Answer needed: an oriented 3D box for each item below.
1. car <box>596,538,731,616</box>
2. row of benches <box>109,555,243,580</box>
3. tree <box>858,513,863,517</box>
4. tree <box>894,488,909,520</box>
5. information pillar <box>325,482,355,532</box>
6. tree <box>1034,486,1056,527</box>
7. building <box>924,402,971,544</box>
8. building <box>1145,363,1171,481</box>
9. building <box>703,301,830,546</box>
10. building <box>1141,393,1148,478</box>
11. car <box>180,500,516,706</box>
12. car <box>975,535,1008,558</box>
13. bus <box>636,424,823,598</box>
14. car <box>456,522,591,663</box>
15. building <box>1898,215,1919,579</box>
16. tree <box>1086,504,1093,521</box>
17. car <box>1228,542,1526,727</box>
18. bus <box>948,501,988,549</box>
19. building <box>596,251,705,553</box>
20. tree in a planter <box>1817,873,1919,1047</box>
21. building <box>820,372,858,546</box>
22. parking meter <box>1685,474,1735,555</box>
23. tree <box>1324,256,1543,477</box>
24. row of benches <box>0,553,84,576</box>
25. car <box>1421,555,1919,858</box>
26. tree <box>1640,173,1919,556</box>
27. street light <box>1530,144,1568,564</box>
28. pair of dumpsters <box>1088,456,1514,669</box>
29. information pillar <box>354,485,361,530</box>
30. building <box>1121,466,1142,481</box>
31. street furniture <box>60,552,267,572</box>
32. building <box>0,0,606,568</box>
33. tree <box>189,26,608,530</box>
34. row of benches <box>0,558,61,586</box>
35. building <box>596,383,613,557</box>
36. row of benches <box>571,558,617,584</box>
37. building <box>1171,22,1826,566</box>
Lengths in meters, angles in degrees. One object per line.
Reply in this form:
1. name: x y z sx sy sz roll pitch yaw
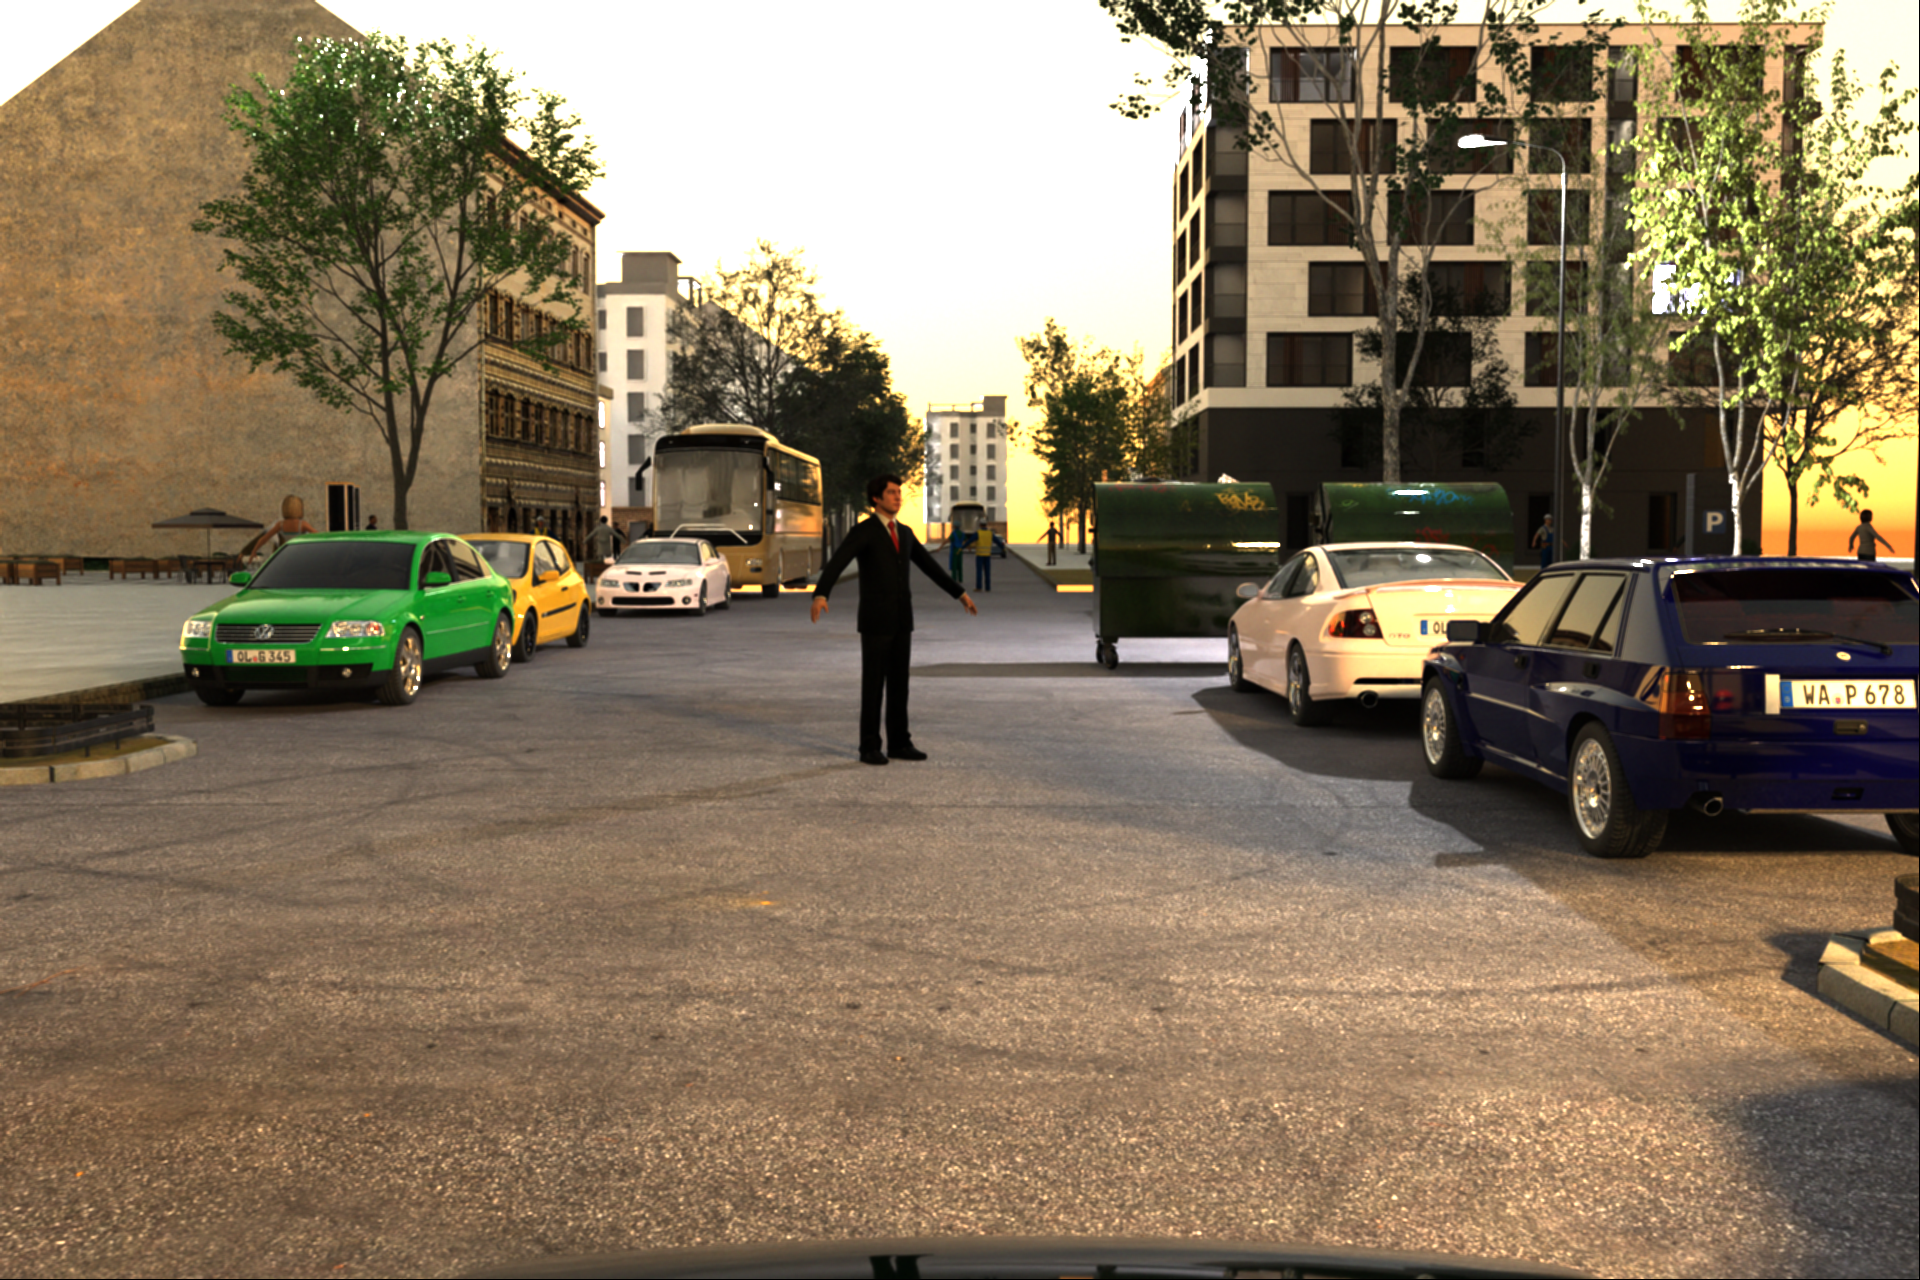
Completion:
1. car: -5.351 -1.182 31.694 2.083 1.381 4.827 0 4 1
2. row of benches: -22.773 -2.150 50.608 1.422 0.672 4.104 2 4 30
3. tree: -17.359 -20.262 237.936 9.857 13.997 8.962 0 3 0
4. tree: -8.399 -17.345 233.947 4.360 8.622 3.978 0 3 0
5. information pillar: -8.858 -1.242 24.806 0.304 2.012 0.304 0 4 1
6. tree: 12.670 -17.342 233.900 4.360 8.622 3.978 0 3 0
7. building: -4.573 -23.305 239.916 11.380 20.090 16.016 0 4 1
8. building: 28.429 -20.697 169.325 19.493 23.208 18.063 0 4 1
9. building: -23.137 -20.833 171.553 19.493 23.208 18.063 0 4 1
10. building: 29.843 -21.831 187.862 19.493 23.208 18.063 0 4 1
11. car: -5.442 -0.434 15.885 1.959 1.807 4.718 0 4 1
12. car: 1.893 -5.652 104.407 2.014 1.417 4.499 0 4 0
13. bus: -5.214 -3.101 42.254 2.896 3.916 12.252 0 4 1
14. car: -5.609 -0.630 20.532 2.015 1.641 3.980 0 4 1
15. building: 30.292 -15.422 31.742 16.754 29.471 25.880 0 4 1
16. tree: 18.913 -17.324 233.604 4.360 8.622 3.978 0 3 0
17. car: 3.412 -0.118 14.286 2.083 1.381 4.827 0 4 0
18. bus: 0.693 -8.713 133.998 2.896 3.916 12.252 0 4 1
19. building: -24.350 -15.954 117.262 16.016 20.090 11.380 0 4 1
20. tree in a planter: 3.673 -0.471 4.928 1.991 3.239 1.994 0 4 1
21. building: -21.703 -20.726 205.327 16.747 18.905 31.486 0 4 1
22. parking meter: 7.307 -0.684 16.900 0.399 1.863 0.255 0 4 1
23. tree: 15.925 -7.602 58.701 7.601 10.594 8.767 0 4 5
24. row of benches: -29.072 -2.403 54.748 4.104 0.672 1.422 2 4 33
25. car: 3.645 0.219 9.005 1.945 1.354 3.894 0 4 0
26. tree: 28.939 -9.142 59.848 12.009 13.543 11.850 0 3 0
27. street light: 7.575 -2.919 20.264 1.470 5.913 1.316 0 4 1
28. pair of dumpsters: 3.608 -0.847 18.794 4.436 2.255 1.574 0 4 1
29. information pillar: -9.248 -1.326 26.172 0.304 2.012 0.304 0 4 1
30. building: 25.548 -16.693 215.081 9.099 9.664 28.070 0 4 1
31. street furniture: -29.593 -2.762 60.781 10.072 0.657 5.734 0 4 6
32. building: -26.759 -14.831 73.415 19.493 23.208 18.063 0 4 2
33. tree: -11.175 -6.670 34.804 9.928 11.665 9.643 0 3 0
34. row of benches: -24.223 -1.761 44.256 4.104 0.672 1.422 3 4 37
35. building: -24.614 -9.679 100.397 9.099 9.664 28.070 0 4 1
36. row of benches: -9.241 -1.804 44.959 4.104 0.672 1.422 -2 4 -28
37. building: 24.204 -14.804 86.023 27.936 21.610 32.646 0 4 1
